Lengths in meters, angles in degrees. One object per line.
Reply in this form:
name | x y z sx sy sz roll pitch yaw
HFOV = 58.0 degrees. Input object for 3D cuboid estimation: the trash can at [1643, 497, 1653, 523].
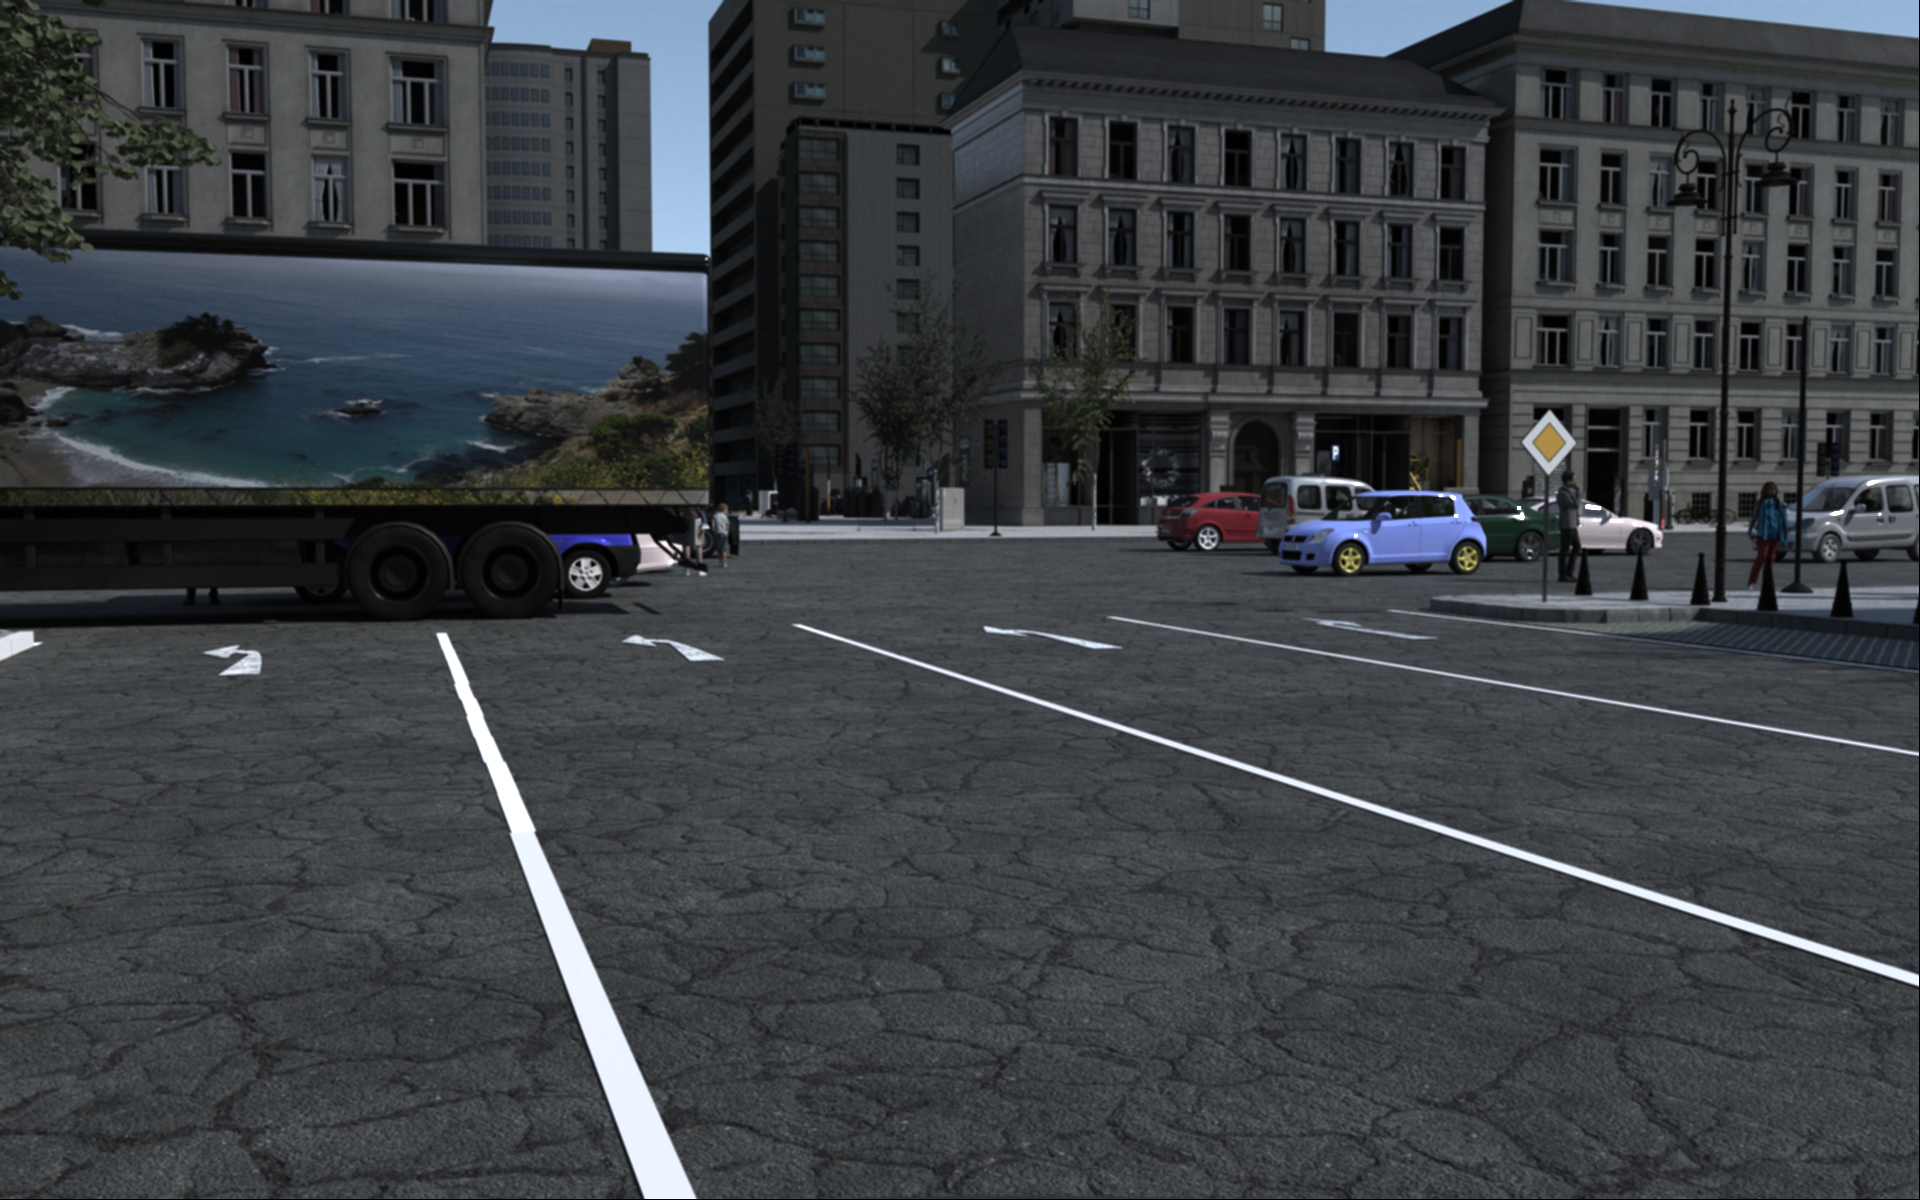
trash can | 29.001 -3.728 72.609 0.748 1.137 0.748 0 3 0

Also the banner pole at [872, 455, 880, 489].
banner pole | -5.350 -7.401 111.029 0.863 3.779 0.401 3 4 36

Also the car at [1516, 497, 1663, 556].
car | 14.242 -1.743 40.866 4.827 1.381 2.083 -1 4 -17

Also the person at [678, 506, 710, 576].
person | -4.665 -1.344 30.443 0.580 1.828 0.573 -3 5 -42

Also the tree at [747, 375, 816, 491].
tree | -11.216 -9.561 106.692 4.360 8.622 3.978 0 3 0

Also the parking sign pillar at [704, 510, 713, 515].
parking sign pillar | -15.169 -6.959 102.248 1.447 3.967 1.447 0 4 -5

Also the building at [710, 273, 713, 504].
building | -34.419 -27.996 229.442 14.107 30.474 14.160 -1 4 -18

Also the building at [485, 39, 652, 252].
building | -55.612 -41.791 225.277 28.212 58.520 21.231 -1 4 -18

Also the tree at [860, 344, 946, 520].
tree | -2.948 -8.308 86.191 4.737 8.622 4.395 0 3 0

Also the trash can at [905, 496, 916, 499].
trash can | -3.326 -6.367 115.747 0.748 1.137 0.748 0 3 0

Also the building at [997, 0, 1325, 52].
building | 15.384 -34.955 160.751 27.495 52.752 28.713 -1 4 -18

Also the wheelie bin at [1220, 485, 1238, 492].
wheelie bin | 9.784 -3.392 63.372 0.980 1.594 0.693 0 4 -5

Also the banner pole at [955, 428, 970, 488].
banner pole | 0.046 -4.612 65.420 0.863 3.779 0.401 3 4 36

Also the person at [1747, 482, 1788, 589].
person | 12.003 -0.951 25.747 0.593 1.614 0.444 1 4 14

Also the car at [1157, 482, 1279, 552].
car | 7.250 -2.144 44.097 4.494 1.783 2.155 -1 4 -18

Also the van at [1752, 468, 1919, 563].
van | 18.959 -1.836 37.023 4.112 2.044 2.013 -1 4 -20

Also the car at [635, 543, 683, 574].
car | -7.471 -1.169 31.482 4.827 1.381 2.083 -1 4 -17

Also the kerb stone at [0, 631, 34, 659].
kerb stone | -8.571 0.396 15.720 0.120 0.150 1.000 -1 4 -18

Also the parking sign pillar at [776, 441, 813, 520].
parking sign pillar | -8.599 -6.070 87.718 1.447 3.967 1.447 2 4 31

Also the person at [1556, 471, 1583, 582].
person | 9.931 -1.193 28.188 0.473 1.802 0.592 3 4 36

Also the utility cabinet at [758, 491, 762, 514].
utility cabinet | -12.355 -6.282 111.397 1.173 1.500 0.318 -1 4 -16

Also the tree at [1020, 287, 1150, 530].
tree | 4.523 -6.778 61.188 4.737 8.622 4.395 0 3 0

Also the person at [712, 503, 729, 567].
person | -4.698 -1.270 33.947 0.332 1.250 0.352 1 4 15

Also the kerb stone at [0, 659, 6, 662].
kerb stone | -8.242 0.456 14.736 0.120 0.150 1.000 -1 4 -18

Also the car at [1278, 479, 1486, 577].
car | 7.536 -1.313 31.054 3.694 1.707 1.945 -1 4 -19

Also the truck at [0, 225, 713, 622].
truck | -8.614 -1.886 19.755 11.283 4.237 2.839 -1 4 -17

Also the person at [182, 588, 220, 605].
person | -9.940 -0.832 22.630 0.617 1.759 0.750 -2 4 -28

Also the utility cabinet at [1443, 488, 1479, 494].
utility cabinet | 17.427 -3.154 60.247 1.173 1.500 0.318 0 4 -6

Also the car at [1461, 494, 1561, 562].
car | 10.434 -1.531 36.832 4.920 1.459 2.131 -1 4 -18

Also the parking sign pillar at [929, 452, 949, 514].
parking sign pillar | -1.373 -7.546 111.852 1.447 3.967 1.447 -1 4 -21

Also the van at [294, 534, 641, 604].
van | -7.067 -1.190 23.844 5.245 2.365 2.240 -1 4 -20

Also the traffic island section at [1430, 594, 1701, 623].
traffic island section | 6.945 0.106 20.548 2.009 0.180 2.903 -1 4 -18

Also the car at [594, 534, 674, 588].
car | -6.881 -0.891 26.925 4.827 1.381 2.083 -1 4 -17

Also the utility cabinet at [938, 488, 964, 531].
utility cabinet | -0.325 -3.133 59.898 0.318 1.500 1.173 3 5 39

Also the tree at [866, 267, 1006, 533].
tree | -0.696 -6.456 55.920 4.360 8.622 3.978 0 3 0

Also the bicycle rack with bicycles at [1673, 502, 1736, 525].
bicycle rack with bicycles | 31.294 -3.677 73.507 2.925 0.926 2.852 2 4 26

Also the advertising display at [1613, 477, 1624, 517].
advertising display | 25.667 -3.809 67.492 0.123 1.923 0.974 0 4 5

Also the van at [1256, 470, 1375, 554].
van | 9.133 -2.085 41.102 4.112 2.044 2.013 -1 4 -20

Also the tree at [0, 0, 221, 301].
tree | -8.191 -5.507 10.624 7.486 12.596 7.792 0 3 0

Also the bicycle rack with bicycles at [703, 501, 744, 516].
bicycle rack with bicycles | -12.800 -4.801 91.875 2.852 0.926 2.925 1 4 16

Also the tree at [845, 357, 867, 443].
tree | -3.276 -7.978 80.798 4.360 8.622 3.978 0 3 0

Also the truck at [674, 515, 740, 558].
truck | -14.158 -2.863 36.567 18.799 4.110 2.967 -1 4 -19
